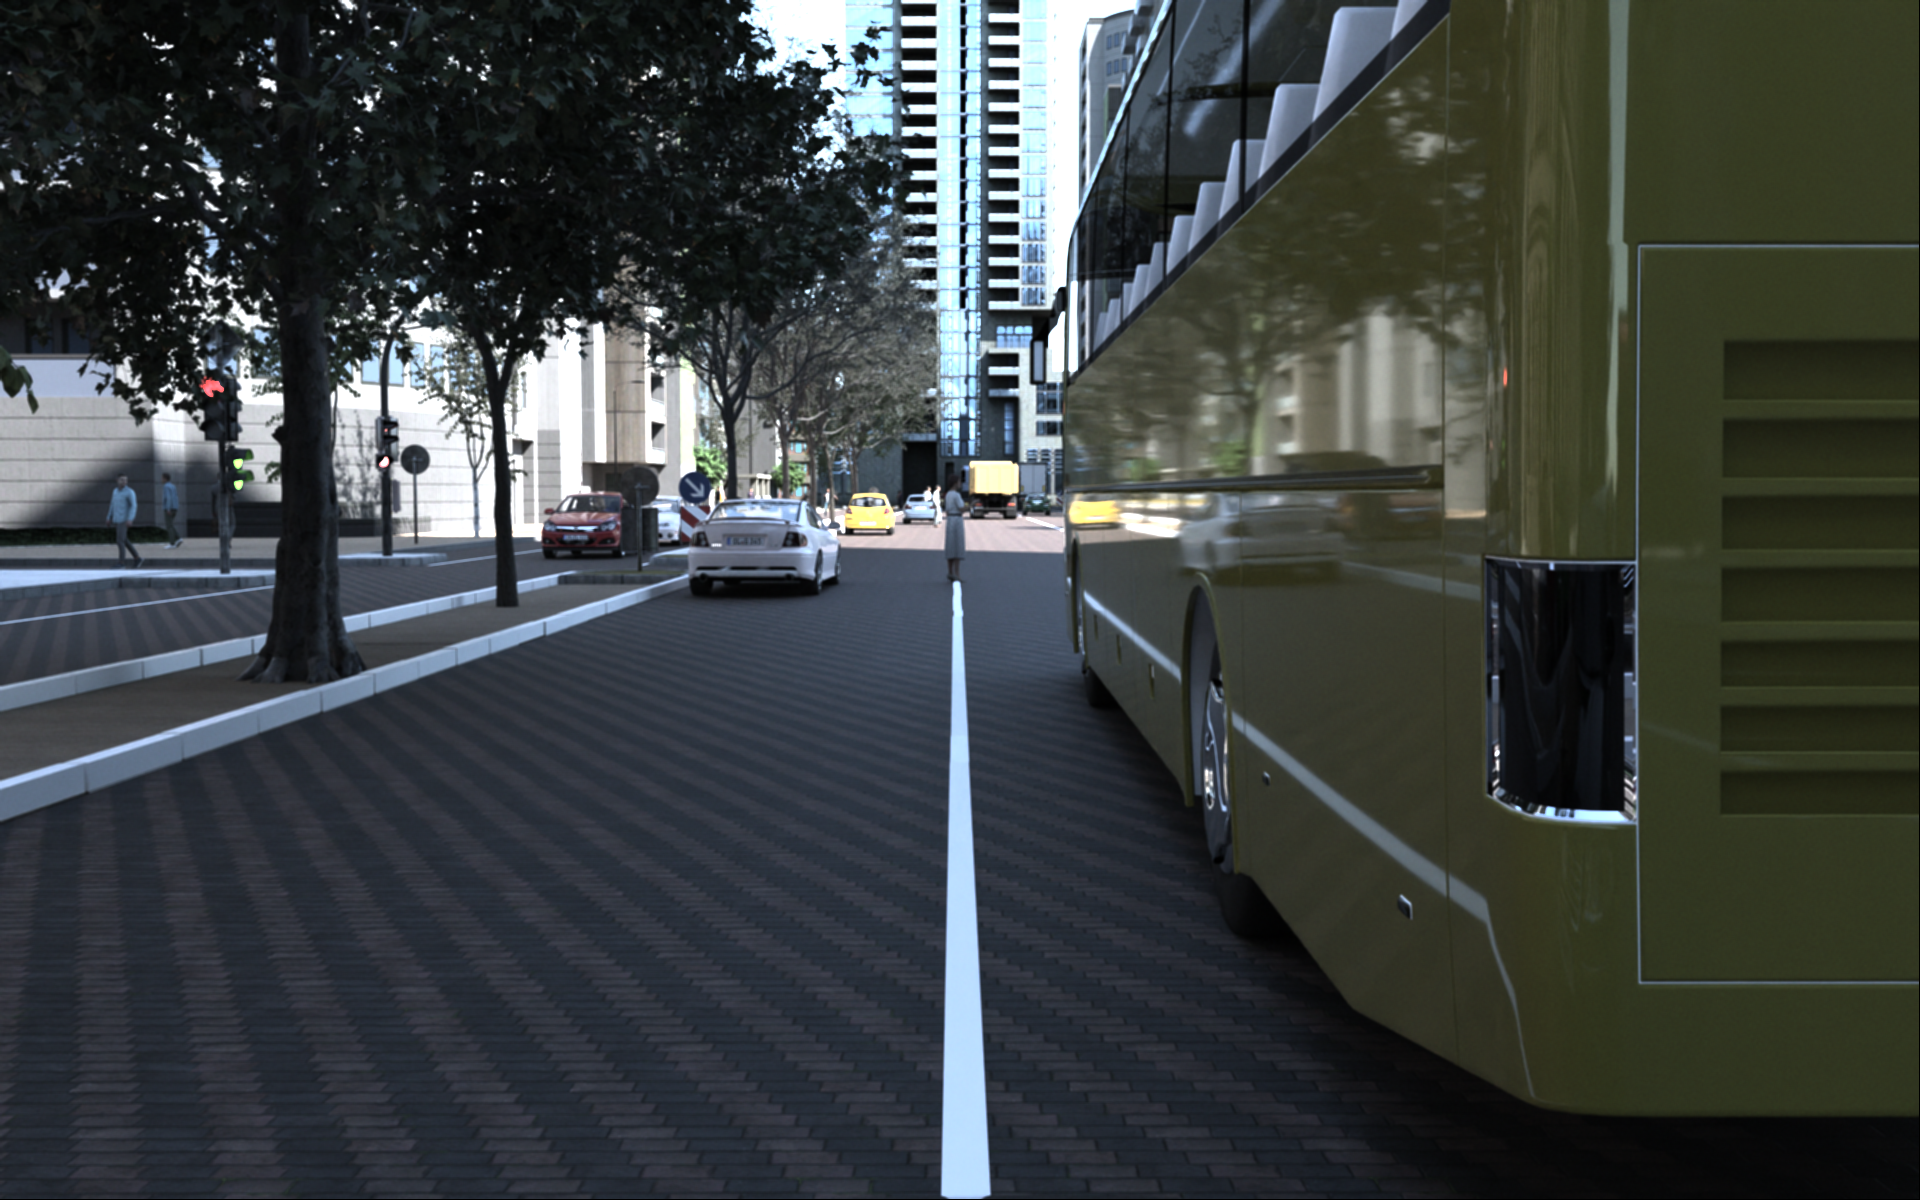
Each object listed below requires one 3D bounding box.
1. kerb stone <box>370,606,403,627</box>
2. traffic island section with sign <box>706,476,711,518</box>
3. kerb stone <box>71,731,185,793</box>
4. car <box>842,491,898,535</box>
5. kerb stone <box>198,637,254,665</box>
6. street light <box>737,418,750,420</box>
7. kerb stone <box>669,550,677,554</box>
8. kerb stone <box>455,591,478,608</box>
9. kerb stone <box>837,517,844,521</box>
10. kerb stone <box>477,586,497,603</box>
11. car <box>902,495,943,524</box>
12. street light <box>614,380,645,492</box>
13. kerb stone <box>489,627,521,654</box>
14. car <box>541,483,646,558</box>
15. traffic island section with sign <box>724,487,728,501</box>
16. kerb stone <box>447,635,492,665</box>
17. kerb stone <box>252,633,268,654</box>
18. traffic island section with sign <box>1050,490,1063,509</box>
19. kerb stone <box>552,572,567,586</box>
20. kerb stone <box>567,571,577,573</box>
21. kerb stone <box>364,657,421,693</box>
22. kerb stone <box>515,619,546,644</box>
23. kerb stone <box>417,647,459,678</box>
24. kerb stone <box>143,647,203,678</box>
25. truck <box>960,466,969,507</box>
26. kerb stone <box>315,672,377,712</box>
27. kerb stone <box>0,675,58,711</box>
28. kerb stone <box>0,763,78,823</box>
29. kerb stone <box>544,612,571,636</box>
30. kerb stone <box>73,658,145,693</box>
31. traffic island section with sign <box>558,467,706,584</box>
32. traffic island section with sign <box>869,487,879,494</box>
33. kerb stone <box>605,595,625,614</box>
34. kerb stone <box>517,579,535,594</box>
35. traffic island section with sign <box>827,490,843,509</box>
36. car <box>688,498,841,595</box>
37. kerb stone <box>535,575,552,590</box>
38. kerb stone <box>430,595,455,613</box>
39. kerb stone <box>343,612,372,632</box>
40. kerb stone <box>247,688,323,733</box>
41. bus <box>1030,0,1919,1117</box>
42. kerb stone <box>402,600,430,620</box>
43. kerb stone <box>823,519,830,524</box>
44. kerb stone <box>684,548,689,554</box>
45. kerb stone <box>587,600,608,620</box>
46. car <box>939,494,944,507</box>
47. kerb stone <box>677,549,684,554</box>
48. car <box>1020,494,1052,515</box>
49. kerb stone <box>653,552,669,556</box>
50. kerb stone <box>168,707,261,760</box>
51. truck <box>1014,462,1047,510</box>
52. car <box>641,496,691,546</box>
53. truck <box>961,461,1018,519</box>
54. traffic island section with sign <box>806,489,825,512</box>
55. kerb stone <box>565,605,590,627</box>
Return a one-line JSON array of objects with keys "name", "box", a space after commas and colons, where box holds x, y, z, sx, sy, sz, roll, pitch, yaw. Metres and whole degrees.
[{"name": "kerb stone", "box": [-6.354, 0.197, 18.978, 0.120, 0.150, 1.000, 0, 4, 0]}, {"name": "traffic island section with sign", "box": [-5.342, -1.680, 35.604, 2.006, 1.907, 1.989, 0, 4, 0]}, {"name": "kerb stone", "box": [-4.231, 0.823, 8.790, 0.120, 0.150, 1.000, 0, 4, 0]}, {"name": "car", "box": [-3.206, -3.143, 61.606, 2.015, 1.641, 3.980, 0, 4, -1]}, {"name": "kerb stone", "box": [-6.349, 0.447, 14.881, 0.120, 0.150, 1.000, 0, 4, 0]}, {"name": "street light", "box": [-13.489, -8.127, 105.413, 1.470, 5.913, 1.316, 0, 4, 0]}, {"name": "kerb stone", "box": [-6.416, -0.967, 38.006, 0.120, 0.150, 1.000, 0, 4, 0]}, {"name": "kerb stone", "box": [-6.370, 0.009, 22.044, 0.120, 0.150, 1.000, 0, 4, 0]}, {"name": "kerb stone", "box": [-6.565, -4.416, 94.401, 0.120, 0.150, 1.000, 0, 4, 0]}, {"name": "kerb stone", "box": [-6.370, -0.052, 23.068, 0.120, 0.150, 1.000, 0, 4, 0]}, {"name": "car", "box": [-1.825, -4.388, 83.749, 2.014, 1.417, 4.499, 0, 4, 1]}, {"name": "street light", "box": [-13.515, -6.003, 70.684, 1.470, 5.913, 1.316, 0, 4, 0]}, {"name": "kerb stone", "box": [-4.255, 0.384, 15.965, 0.120, 0.150, 1.000, 0, 4, 0]}, {"name": "car", "box": [-8.431, -1.900, 40.101, 2.155, 1.783, 4.494, 0, 4, 0]}, {"name": "traffic island section with sign", "box": [-11.706, -4.874, 88.318, 1.989, 1.847, 2.006, 0, 4, 0]}, {"name": "kerb stone", "box": [-4.254, 0.444, 14.940, 0.120, 0.150, 1.000, 0, 4, 0]}, {"name": "kerb stone", "box": [-6.343, 0.390, 15.904, 0.120, 0.150, 1.000, 0, 4, 0]}, {"name": "traffic island section with sign", "box": [9.397, -9.631, 166.092, 1.989, 1.847, 2.006, 0, 4, 0]}, {"name": "kerb stone", "box": [-6.383, -0.304, 27.163, 0.120, 0.150, 1.000, 0, 4, 0]}, {"name": "kerb stone", "box": [-6.385, -0.367, 28.198, 0.120, 0.150, 1.000, 0, 4, 0]}, {"name": "kerb stone", "box": [-4.247, 0.569, 12.896, 0.120, 0.150, 1.000, 0, 4, 0]}, {"name": "kerb stone", "box": [-4.262, 0.323, 16.987, 0.120, 0.150, 1.000, 0, 4, 0]}, {"name": "kerb stone", "box": [-4.253, 0.514, 13.918, 0.120, 0.150, 1.000, 0, 4, 0]}, {"name": "kerb stone", "box": [-6.354, 0.514, 13.849, 0.120, 0.150, 1.000, 0, 4, 0]}, {"name": "truck", "box": [1.236, -10.357, 159.102, 2.967, 4.110, 18.799, 0, 4, 2]}, {"name": "kerb stone", "box": [-4.240, 0.640, 11.856, 0.120, 0.150, 1.000, 0, 4, 0]}, {"name": "kerb stone", "box": [-6.342, 0.636, 11.805, 0.120, 0.150, 1.000, 0, 4, 0]}, {"name": "kerb stone", "box": [-4.237, 0.885, 7.767, 0.120, 0.150, 1.000, 0, 4, 0]}, {"name": "kerb stone", "box": [-4.248, 0.262, 18.009, 0.120, 0.150, 1.000, 0, 4, 0]}, {"name": "kerb stone", "box": [-6.351, 0.573, 12.827, 0.120, 0.150, 1.000, 0, 4, 0]}, {"name": "traffic island section with sign", "box": [-5.331, -1.227, 28.197, 2.006, 1.907, 1.989, 0, 4, 0]}, {"name": "traffic island section with sign", "box": [-5.557, -6.276, 110.742, 2.006, 1.907, 1.989, 0, 4, 0]}, {"name": "kerb stone", "box": [-4.264, 0.070, 21.099, 0.120, 0.150, 1.000, 0, 4, 0]}, {"name": "kerb stone", "box": [-6.380, -0.178, 25.112, 0.120, 0.150, 1.000, 0, 4, 0]}, {"name": "traffic island section with sign", "box": [-11.917, -9.554, 164.840, 1.989, 1.847, 2.006, 0, 4, 0]}, {"name": "car", "box": [-2.875, -0.836, 26.027, 2.083, 1.381, 4.827, 0, 4, 2]}, {"name": "kerb stone", "box": [-6.379, -0.241, 26.134, 0.120, 0.150, 1.000, 0, 4, 0]}, {"name": "kerb stone", "box": [-6.370, 0.072, 21.022, 0.120, 0.150, 1.000, 0, 4, 0]}, {"name": "kerb stone", "box": [-6.355, 0.260, 17.951, 0.120, 0.150, 1.000, 0, 4, 0]}, {"name": "kerb stone", "box": [-4.243, 0.695, 10.833, 0.120, 0.150, 1.000, 0, 4, 0]}, {"name": "bus", "box": [2.036, -1.033, 8.438, 2.896, 3.916, 12.252, 0, 3, 0]}, {"name": "kerb stone", "box": [-6.367, 0.134, 20.000, 0.120, 0.150, 1.000, 0, 4, 0]}, {"name": "kerb stone", "box": [-6.545, -3.851, 85.159, 0.120, 0.150, 1.000, 0, 4, 0]}, {"name": "kerb stone", "box": [-6.422, -1.093, 40.062, 0.120, 0.150, 1.000, 0, 4, 0]}, {"name": "kerb stone", "box": [-4.266, 0.130, 20.065, 0.120, 0.150, 1.000, 0, 4, 0]}, {"name": "car", "box": [-1.741, -10.037, 174.320, 2.015, 1.641, 3.980, 0, 4, 0]}, {"name": "kerb stone", "box": [-6.418, -1.030, 39.034, 0.120, 0.150, 1.000, 0, 4, 0]}, {"name": "car", "box": [5.176, -6.467, 117.530, 2.131, 1.459, 4.920, 0, 4, 1]}, {"name": "kerb stone", "box": [-6.407, -0.901, 36.984, 0.120, 0.150, 1.000, 0, 4, 0]}, {"name": "kerb stone", "box": [-4.237, 0.757, 9.811, 0.120, 0.150, 1.000, 0, 4, 0]}, {"name": "truck", "box": [6.252, -10.265, 156.739, 2.839, 4.237, 11.283, 0, 4, -1]}, {"name": "car", "box": [-8.587, -2.266, 49.403, 2.083, 1.381, 4.827, 0, 4, 1]}, {"name": "truck", "box": [1.878, -6.483, 101.926, 3.469, 3.379, 9.791, 0, 4, -1]}, {"name": "traffic island section with sign", "box": [-11.843, -7.894, 137.690, 1.989, 1.847, 2.006, 0, 4, 0]}, {"name": "kerb stone", "box": [-4.256, 0.194, 19.032, 0.120, 0.150, 1.000, 0, 4, 0]}]
